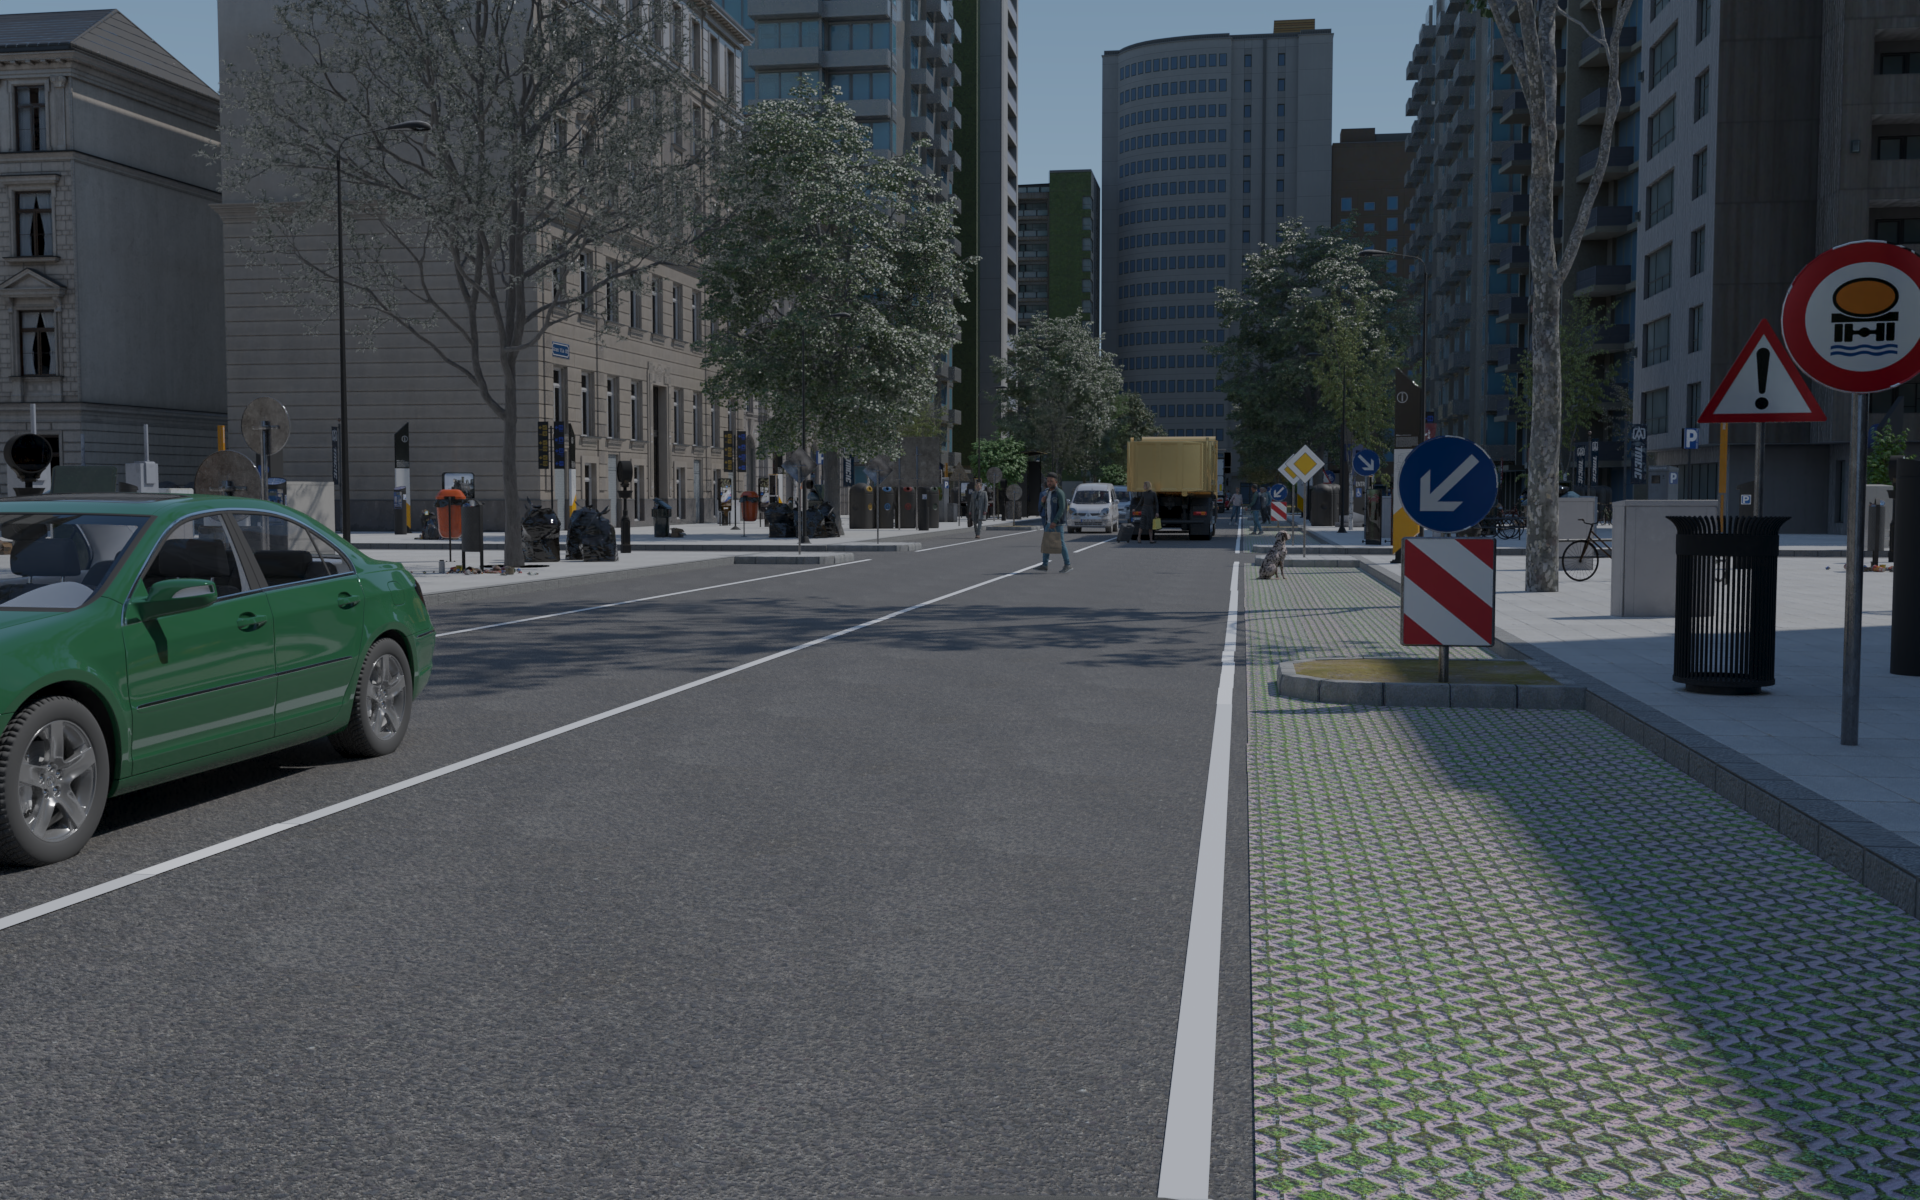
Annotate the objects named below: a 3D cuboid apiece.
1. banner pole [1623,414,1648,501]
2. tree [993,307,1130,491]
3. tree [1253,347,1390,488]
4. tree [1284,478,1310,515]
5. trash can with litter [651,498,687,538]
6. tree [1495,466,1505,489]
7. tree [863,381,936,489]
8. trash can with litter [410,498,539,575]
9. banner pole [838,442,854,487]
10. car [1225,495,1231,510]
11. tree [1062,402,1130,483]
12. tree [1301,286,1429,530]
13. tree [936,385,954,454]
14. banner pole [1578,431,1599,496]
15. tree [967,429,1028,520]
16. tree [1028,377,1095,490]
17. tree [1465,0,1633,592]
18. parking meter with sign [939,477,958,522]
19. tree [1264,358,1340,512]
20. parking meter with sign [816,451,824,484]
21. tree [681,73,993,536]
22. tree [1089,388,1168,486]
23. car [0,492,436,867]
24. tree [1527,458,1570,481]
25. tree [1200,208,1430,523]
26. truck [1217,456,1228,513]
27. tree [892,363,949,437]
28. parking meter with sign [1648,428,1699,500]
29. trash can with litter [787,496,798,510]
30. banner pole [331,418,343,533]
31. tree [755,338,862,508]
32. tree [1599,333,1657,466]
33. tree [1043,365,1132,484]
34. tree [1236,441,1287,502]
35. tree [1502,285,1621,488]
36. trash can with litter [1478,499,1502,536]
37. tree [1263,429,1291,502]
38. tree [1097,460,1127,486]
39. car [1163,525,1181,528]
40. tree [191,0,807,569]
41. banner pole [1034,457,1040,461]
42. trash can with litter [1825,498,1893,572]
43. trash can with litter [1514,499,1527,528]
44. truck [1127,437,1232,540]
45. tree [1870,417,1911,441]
[{"bbox_3d":[21.127,-3.937,54.382,0.863,3.779,0.401,1,4,19],"label":"banner pole"},{"bbox_3d":[6.603,-12.891,117.416,9.857,13.997,8.962,0,3,0],"label":"tree"},{"bbox_3d":[20.854,-10.212,101.374,8.767,10.594,7.601,1,4,13],"label":"tree"},{"bbox_3d":[20.661,-6.848,106.568,1.663,3.219,1.824,0,3,0],"label":"tree"},{"bbox_3d":[-8.566,-2.428,51.086,1.055,1.170,0.624,1,4,20],"label":"trash can with litter"},{"bbox_3d":[30.067,-6.312,97.805,1.663,3.219,1.824,0,3,0],"label":"tree"},{"bbox_3d":[-4.263,-8.191,84.278,4.360,8.622,3.978,0,3,0],"label":"tree"},{"bbox_3d":[-7.704,-1.027,27.851,2.233,1.210,1.678,3,5,40],"label":"trash can with litter"},{"bbox_3d":[-4.863,-5.080,73.070,0.863,3.779,0.401,0,4,-2],"label":"banner pole"},{"bbox_3d":[22.841,-8.788,152.729,2.155,1.783,4.494,0,4,7],"label":"car"},{"bbox_3d":[11.655,-13.256,151.145,7.601,10.594,8.767,2,4,27],"label":"tree"},{"bbox_3d":[14.094,-6.789,61.358,4.737,8.622,4.395,0,3,0],"label":"tree"},{"bbox_3d":[-2.498,-9.697,108.907,4.360,8.622,3.978,0,3,0],"label":"tree"},{"bbox_3d":[25.132,-4.822,68.857,0.401,3.779,0.863,-1,4,-13],"label":"banner pole"},{"bbox_3d":[1.972,-6.336,87.304,4.285,4.588,4.351,0,3,0],"label":"tree"},{"bbox_3d":[6.333,-9.761,109.948,4.360,8.622,3.978,0,3,0],"label":"tree"},{"bbox_3d":[6.316,-10.135,21.594,12.611,20.169,13.585,0,3,0],"label":"tree"},{"bbox_3d":[-0.895,-5.070,79.161,1.738,3.016,0.543,2,4,35],"label":"parking meter with sign"},{"bbox_3d":[24.831,-12.265,126.293,9.928,11.665,9.643,0,3,0],"label":"tree"},{"bbox_3d":[-5.393,-4.564,70.875,0.543,3.016,1.738,1,4,11],"label":"parking meter with sign"},{"bbox_3d":[-3.932,-8.957,53.107,9.857,13.997,8.962,0,3,0],"label":"tree"},{"bbox_3d":[18.324,-16.555,187.678,9.611,12.733,9.660,0,3,0],"label":"tree"},{"bbox_3d":[-4.202,0.217,8.257,2.131,1.459,4.920,0,4,7],"label":"car"},{"bbox_3d":[25.431,-4.924,75.110,1.663,3.219,1.824,0,3,0],"label":"tree"},{"bbox_3d":[15.910,-10.432,77.226,9.857,13.997,8.962,0,3,0],"label":"tree"},{"bbox_3d":[19.249,-8.857,133.722,2.839,4.237,11.283,1,4,9],"label":"truck"},{"bbox_3d":[-2.714,-8.725,93.016,4.737,8.622,4.395,0,3,0],"label":"tree"},{"bbox_3d":[18.943,-3.081,46.643,0.543,3.016,1.738,-2,4,-27],"label":"parking meter with sign"},{"bbox_3d":[-8.420,-4.604,86.663,0.624,1.170,1.055,-1,4,-12],"label":"trash can with litter"},{"bbox_3d":[-20.352,-4.074,56.627,0.401,3.779,0.863,0,4,3],"label":"banner pole"},{"bbox_3d":[-7.253,-7.748,77.045,4.360,8.622,3.978,0,3,0],"label":"tree"},{"bbox_3d":[30.822,-7.755,77.163,4.360,8.622,3.978,0,3,0],"label":"tree"},{"bbox_3d":[9.863,-12.829,135.502,9.928,11.665,9.643,0,3,0],"label":"tree"},{"bbox_3d":[34.893,-16.744,190.766,9.611,12.733,9.660,0,3,0],"label":"tree"},{"bbox_3d":[21.496,-6.807,61.650,4.737,8.622,4.395,0,3,0],"label":"tree"},{"bbox_3d":[16.368,-2.584,53.641,0.624,1.170,1.055,2,4,31],"label":"trash can with litter"},{"bbox_3d":[30.338,-13.096,164.480,4.360,8.622,3.978,0,3,0],"label":"tree"},{"bbox_3d":[14.324,-10.927,162.373,4.285,4.588,4.351,0,3,0],"label":"tree"},{"bbox_3d":[8.051,-3.254,65.572,2.083,1.381,4.827,0,4,7],"label":"car"},{"bbox_3d":[-7.930,-7.304,29.792,12.009,13.543,11.850,0,3,0],"label":"tree"},{"bbox_3d":[4.714,-7.131,106.608,0.401,3.779,0.863,2,4,32],"label":"banner pole"},{"bbox_3d":[15.483,-1.103,29.090,1.678,1.210,2.233,2,4,24],"label":"trash can with litter"},{"bbox_3d":[21.294,-3.288,65.141,1.055,1.170,0.624,-2,4,-31],"label":"trash can with litter"},{"bbox_3d":[7.157,-3.751,57.259,3.469,3.379,9.791,1,4,10],"label":"truck"},{"bbox_3d":[23.448,-2.997,43.608,1.663,3.219,1.824,0,3,0],"label":"tree"}]
